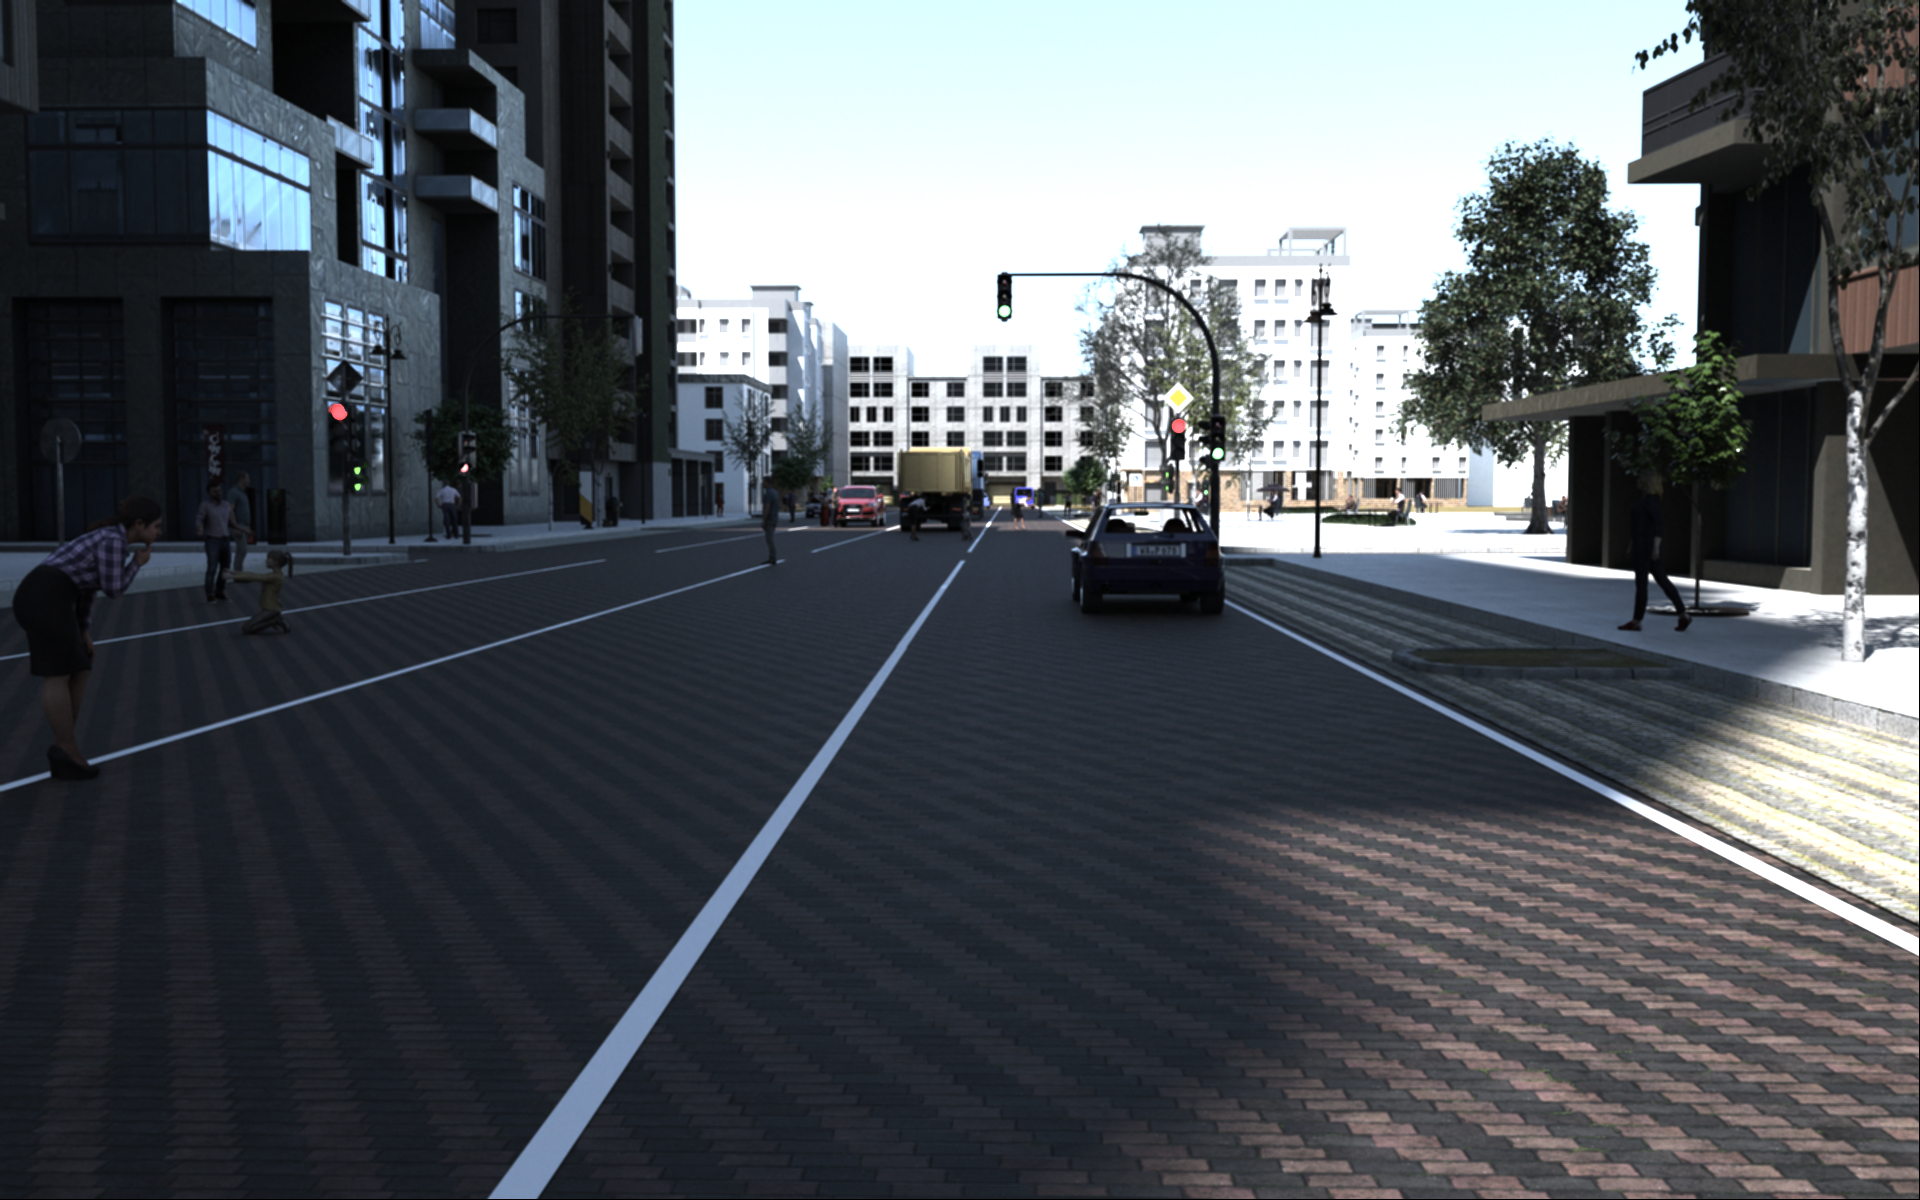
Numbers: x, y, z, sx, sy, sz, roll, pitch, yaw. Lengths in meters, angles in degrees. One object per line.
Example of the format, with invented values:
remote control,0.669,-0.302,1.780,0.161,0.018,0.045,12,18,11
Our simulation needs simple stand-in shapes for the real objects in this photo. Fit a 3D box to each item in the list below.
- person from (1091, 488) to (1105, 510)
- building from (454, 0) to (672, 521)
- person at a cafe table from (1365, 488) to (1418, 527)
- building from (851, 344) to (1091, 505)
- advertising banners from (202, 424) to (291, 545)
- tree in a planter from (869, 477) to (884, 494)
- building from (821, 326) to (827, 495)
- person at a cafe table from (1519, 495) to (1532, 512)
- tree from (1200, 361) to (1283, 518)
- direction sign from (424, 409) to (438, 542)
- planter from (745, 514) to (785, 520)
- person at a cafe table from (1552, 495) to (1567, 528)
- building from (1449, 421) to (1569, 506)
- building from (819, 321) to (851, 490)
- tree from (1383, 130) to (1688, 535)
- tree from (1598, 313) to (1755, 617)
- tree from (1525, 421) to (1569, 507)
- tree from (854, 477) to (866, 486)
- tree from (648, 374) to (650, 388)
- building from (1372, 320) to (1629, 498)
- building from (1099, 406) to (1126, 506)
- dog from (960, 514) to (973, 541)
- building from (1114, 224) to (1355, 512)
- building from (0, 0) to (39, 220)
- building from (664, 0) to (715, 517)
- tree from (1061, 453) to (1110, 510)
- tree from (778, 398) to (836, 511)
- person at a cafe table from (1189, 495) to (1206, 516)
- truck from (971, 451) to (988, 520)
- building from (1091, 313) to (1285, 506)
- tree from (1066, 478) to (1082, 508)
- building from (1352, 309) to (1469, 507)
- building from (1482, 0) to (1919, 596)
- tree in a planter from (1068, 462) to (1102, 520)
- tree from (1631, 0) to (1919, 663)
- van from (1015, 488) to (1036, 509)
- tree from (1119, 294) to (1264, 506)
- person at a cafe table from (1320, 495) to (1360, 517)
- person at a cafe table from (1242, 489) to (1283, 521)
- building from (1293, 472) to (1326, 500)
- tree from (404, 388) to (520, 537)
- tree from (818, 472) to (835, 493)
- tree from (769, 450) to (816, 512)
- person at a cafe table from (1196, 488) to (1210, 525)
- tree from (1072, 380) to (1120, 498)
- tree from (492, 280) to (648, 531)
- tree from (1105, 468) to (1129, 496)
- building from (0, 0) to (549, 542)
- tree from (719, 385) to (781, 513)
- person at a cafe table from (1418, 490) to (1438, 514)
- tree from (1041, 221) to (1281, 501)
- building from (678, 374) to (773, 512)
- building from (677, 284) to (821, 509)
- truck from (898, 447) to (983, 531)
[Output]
person,10.335,-7.523,129.564,1.217,1.766,0.721,3,5,39
building,-22.341,-19.065,83.419,14.160,30.474,14.107,0,4,2
person at a cafe table,16.897,-3.644,68.102,1.622,1.524,1.698,0,4,2
building,1.322,-21.172,212.617,31.486,18.905,16.747,0,4,2
advertising banners,-17.933,-2.895,43.518,2.074,3.025,0.090,0,4,-4
tree in a planter,-8.566,-10.766,173.244,1.991,3.239,1.994,0,4,2
building,-21.214,-19.026,167.494,16.016,20.091,11.380,0,4,2
person at a cafe table,37.590,-6.312,114.059,1.698,1.238,1.726,2,4,35
tree,15.584,-8.830,94.731,4.360,8.622,3.978,0,3,0
direction sign,-14.230,-3.332,46.480,0.379,3.537,0.876,-2,4,-26
planter,-10.789,-4.586,96.125,1.991,0.319,1.994,0,4,2
person at a cafe table,23.002,-3.302,64.847,1.698,1.238,1.726,-2,4,-32
building,66.418,-15.011,187.571,28.070,9.664,9.099,0,4,2
building,-28.442,-19.519,185.593,31.486,18.905,16.747,0,4,2
tree,18.391,-8.441,55.023,9.611,12.733,9.660,0,3,0
tree,8.017,-1.467,18.587,1.663,3.219,1.824,0,3,0
tree,37.631,-9.763,109.985,4.737,8.622,4.395,0,3,0
tree,-11.071,-12.211,194.248,1.663,3.219,1.824,0,3,0
tree,-14.287,-7.215,68.334,4.737,8.622,4.395,0,3,0
building,62.308,-22.815,217.004,32.646,21.610,27.936,0,4,2
building,17.070,-12.540,147.173,9.099,9.664,28.070,0,4,2
dog,0.145,-2.250,53.631,0.513,0.831,0.800,1,4,16
building,19.465,-16.555,127.088,16.016,20.091,11.380,0,4,2
building,-31.219,-26.320,19.574,27.495,52.752,28.713,0,4,2
building,-25.329,-40.449,99.596,20.563,71.187,20.611,0,4,2
tree,10.287,-9.484,138.773,4.285,4.588,4.351,0,3,0
tree,-11.797,-11.211,133.663,4.737,8.622,4.395,0,3,0
person at a cafe table,14.312,-5.556,101.695,1.726,1.238,1.698,3,4,36
truck,0.106,-6.903,102.624,2.967,4.110,18.799,0,4,1
building,22.800,-18.994,177.010,16.747,18.905,31.486,0,4,2
tree,11.133,-10.410,164.800,1.663,3.219,1.824,0,3,0
building,46.286,-19.984,183.155,11.380,20.091,16.016,0,4,2
building,20.442,-22.214,17.828,22.147,44.769,28.867,0,4,2
tree in a planter,7.018,-6.056,96.243,1.991,3.239,1.994,0,4,2
tree,6.799,-3.816,12.757,4.360,8.622,3.978,0,3,0
van,6.096,-9.776,164.229,2.240,2.365,5.245,0,4,2
tree,9.008,-6.987,64.598,4.737,8.622,4.395,0,3,0
person at a cafe table,17.625,-4.246,80.277,1.726,1.238,1.698,1,4,23
person at a cafe table,14.704,-4.566,83.166,1.622,1.524,1.698,-1,4,-23
building,30.992,-16.308,208.776,28.070,9.664,9.099,0,4,2
tree,-15.011,-4.200,52.378,4.285,4.588,4.351,0,3,0
tree,-11.442,-9.618,151.849,1.663,3.219,1.824,0,3,0
tree,-12.329,-8.772,127.132,4.285,4.588,4.351,0,3,0
person at a cafe table,9.623,-3.876,71.892,1.622,1.524,1.698,1,4,14
tree,9.299,-9.598,107.290,4.737,8.622,4.395,0,3,0
tree,-14.094,-6.732,60.423,4.737,8.622,4.395,0,3,0
tree,10.657,-7.524,117.626,1.663,3.219,1.824,0,3,0
building,-27.874,-45.663,59.260,22.319,86.520,31.000,0,4,2
tree,-13.941,-10.116,115.754,4.360,8.622,3.978,0,3,0
person at a cafe table,30.399,-6.415,113.396,1.622,1.524,1.698,-3,5,-40
tree,9.184,-10.202,77.179,12.009,13.543,11.850,0,3,0
building,-19.096,-11.786,134.854,9.099,9.664,28.070,0,4,2
building,-21.232,-18.219,154.293,16.016,20.091,11.380,0,4,2
truck,-0.887,-4.558,70.448,3.469,3.379,9.791,0,4,2
